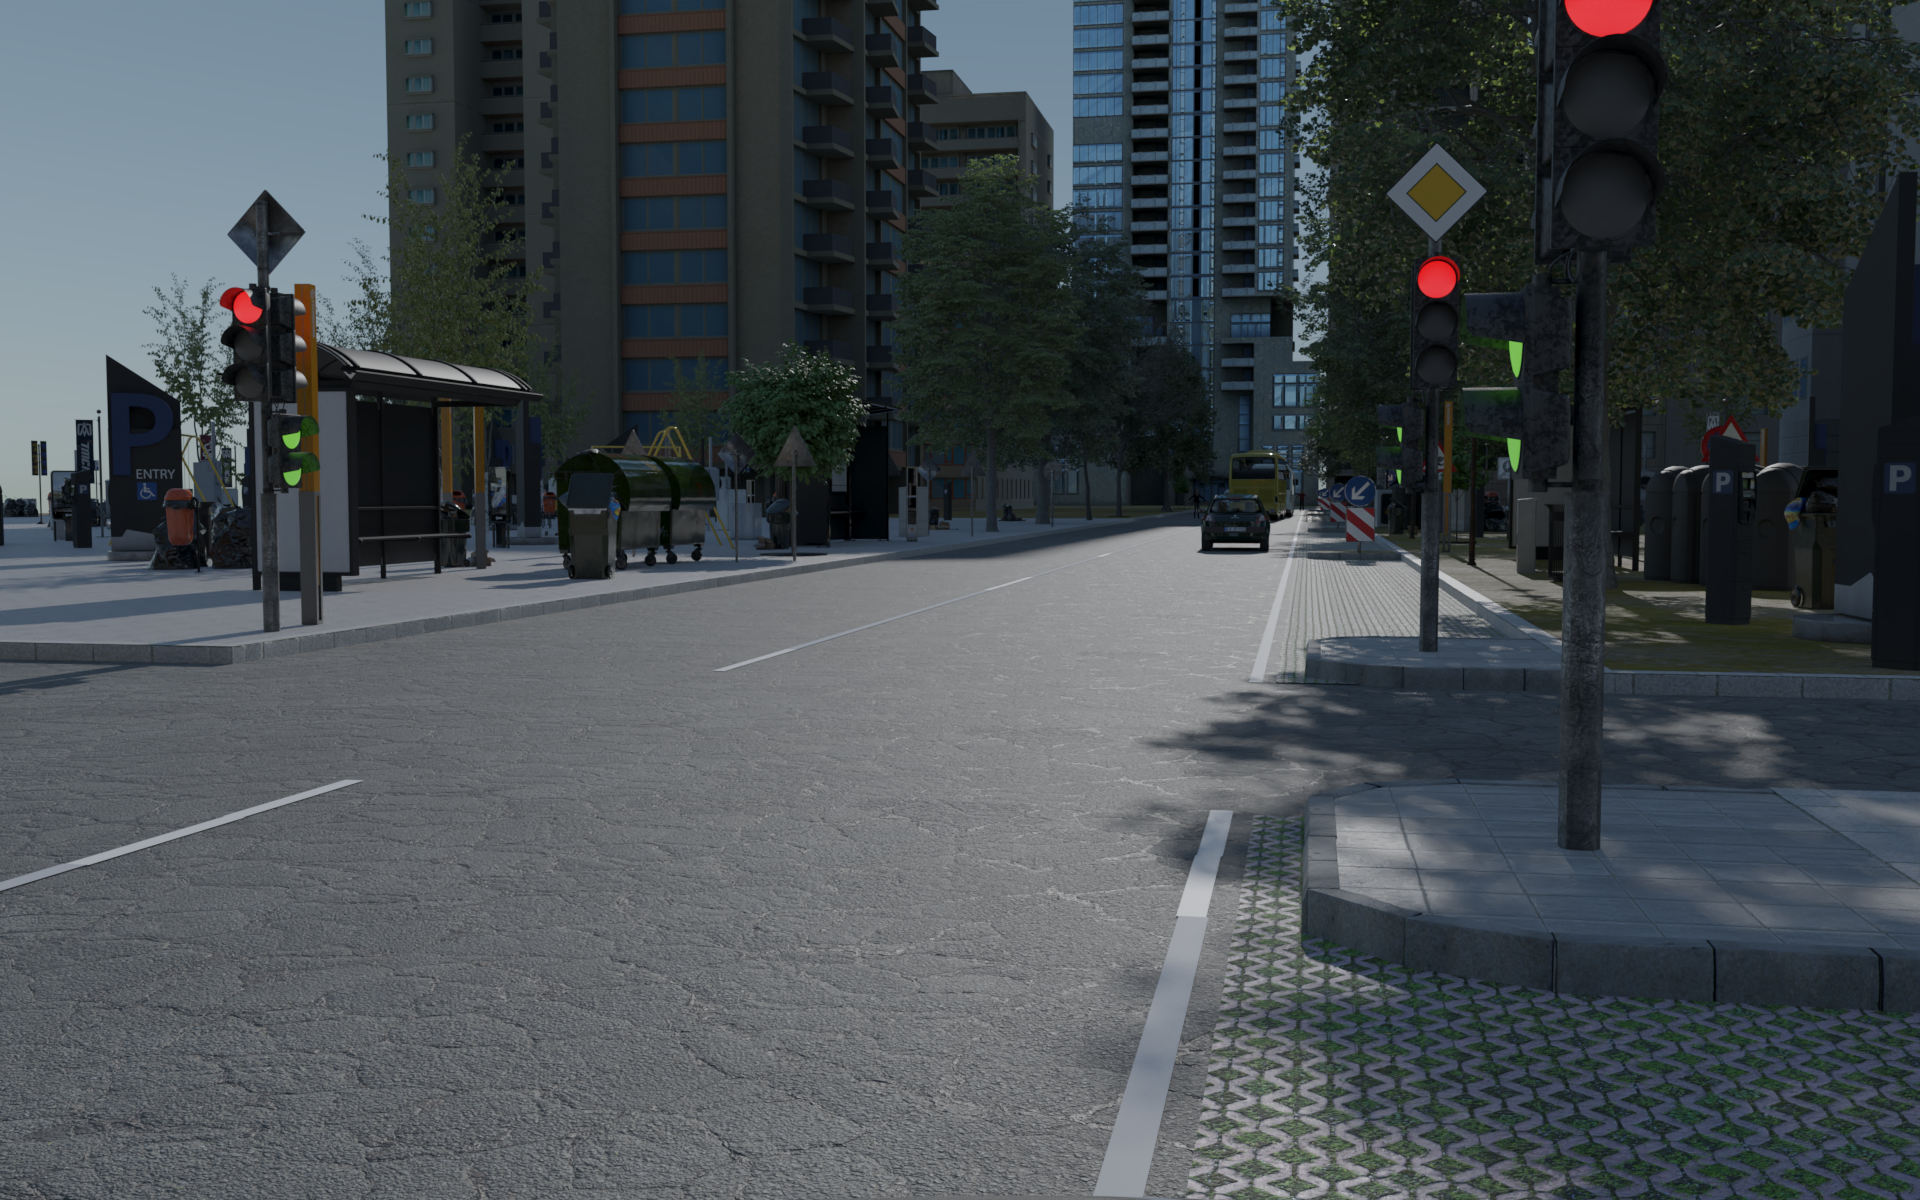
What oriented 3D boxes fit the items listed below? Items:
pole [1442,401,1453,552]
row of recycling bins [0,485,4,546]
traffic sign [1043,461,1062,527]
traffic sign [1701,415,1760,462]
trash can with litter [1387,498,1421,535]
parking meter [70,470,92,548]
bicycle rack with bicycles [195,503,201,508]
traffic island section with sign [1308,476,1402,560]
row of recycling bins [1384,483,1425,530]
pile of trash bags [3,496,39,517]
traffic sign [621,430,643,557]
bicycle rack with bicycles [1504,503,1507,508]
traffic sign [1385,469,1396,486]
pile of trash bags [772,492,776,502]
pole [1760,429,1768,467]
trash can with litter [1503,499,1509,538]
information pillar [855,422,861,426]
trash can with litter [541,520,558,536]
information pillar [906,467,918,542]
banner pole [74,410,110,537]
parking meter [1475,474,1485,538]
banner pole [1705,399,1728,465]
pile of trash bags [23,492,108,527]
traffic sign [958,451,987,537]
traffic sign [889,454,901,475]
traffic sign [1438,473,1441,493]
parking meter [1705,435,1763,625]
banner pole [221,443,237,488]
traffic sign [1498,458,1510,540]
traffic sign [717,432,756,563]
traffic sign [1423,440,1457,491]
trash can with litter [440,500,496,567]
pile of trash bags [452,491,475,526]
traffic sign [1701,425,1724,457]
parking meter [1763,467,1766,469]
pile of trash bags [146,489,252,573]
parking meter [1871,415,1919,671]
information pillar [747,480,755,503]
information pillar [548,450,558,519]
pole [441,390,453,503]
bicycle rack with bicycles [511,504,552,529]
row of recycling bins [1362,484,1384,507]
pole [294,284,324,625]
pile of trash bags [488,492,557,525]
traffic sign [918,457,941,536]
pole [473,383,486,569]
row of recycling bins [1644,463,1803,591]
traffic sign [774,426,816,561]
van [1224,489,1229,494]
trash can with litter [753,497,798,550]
[{"bbox_3d":[10.733,-2.708,38.112,0.158,3.312,0.155,0,3,0],"label":"pole"},{"bbox_3d":[-24.795,-2.247,43.849,1.069,1.692,3.534,-2,4,-29],"label":"row of recycling bins"},{"bbox_3d":[3.588,-4.102,67.166,0.768,2.556,0.104,1,4,20],"label":"traffic sign"},{"bbox_3d":[12.720,-1.752,28.644,0.884,2.594,0.081,1,4,20],"label":"traffic sign"},{"bbox_3d":[14.087,-2.661,54.898,1.055,1.170,0.624,1,4,21],"label":"trash can with litter"},{"bbox_3d":[-20.880,-2.167,41.134,0.255,1.863,0.399,3,5,40],"label":"parking meter"},{"bbox_3d":[-30.324,-3.339,67.974,2.925,0.926,2.852,2,4,30],"label":"bicycle rack with bicycles"},{"bbox_3d":[8.703,-1.811,38.239,1.989,1.847,2.006,1,4,11],"label":"traffic island section with sign"},{"bbox_3d":[16.781,-3.451,63.545,1.069,1.692,3.534,2,4,33],"label":"row of recycling bins"},{"bbox_3d":[-52.989,-5.259,95.739,1.912,1.369,3.447,3,5,43],"label":"pile of trash bags"},{"bbox_3d":[-6.653,-2.156,35.253,0.884,2.594,0.081,1,4,21],"label":"traffic sign"},{"bbox_3d":[26.545,-4.256,82.970,2.925,0.926,2.852,2,4,26],"label":"bicycle rack with bicycles"},{"bbox_3d":[21.430,-5.297,86.710,0.768,2.556,0.104,1,4,18],"label":"traffic sign"},{"bbox_3d":[-5.250,-3.312,63.910,3.447,1.369,1.912,1,4,9],"label":"pile of trash bags"},{"bbox_3d":[25.038,-3.680,54.008,0.158,3.312,0.155,0,3,0],"label":"pole"},{"bbox_3d":[15.204,-2.151,46.558,1.055,1.170,0.624,0,4,-4],"label":"trash can with litter"},{"bbox_3d":[-3.009,-3.547,49.353,0.504,3.616,0.183,-1,4,-14],"label":"information pillar"},{"bbox_3d":[-12.126,-2.600,53.570,2.233,1.210,1.678,-1,4,-14],"label":"trash can with litter"},{"bbox_3d":[-1.295,-2.583,46.719,0.304,2.012,0.304,0,4,-3],"label":"information pillar"},{"bbox_3d":[-25.694,-3.746,51.266,0.863,3.779,0.401,-2,4,-25],"label":"banner pole"},{"bbox_3d":[15.261,-2.776,51.092,0.255,1.863,0.399,-1,4,-15],"label":"parking meter"},{"bbox_3d":[20.123,-3.428,46.066,0.401,3.779,0.863,-1,4,-23],"label":"banner pole"},{"bbox_3d":[-34.400,-3.501,66.989,1.912,1.369,3.447,0,4,-7],"label":"pile of trash bags"},{"bbox_3d":[0.369,-3.191,52.180,0.884,2.594,0.081,1,4,17],"label":"traffic sign"},{"bbox_3d":[-2.097,-2.990,48.886,0.884,2.594,0.081,1,4,14],"label":"traffic sign"},{"bbox_3d":[13.719,-2.912,49.741,0.606,2.300,0.079,1,4,19],"label":"traffic sign"},{"bbox_3d":[7.595,-0.694,17.056,0.255,1.863,0.399,-2,4,-29],"label":"parking meter"},{"bbox_3d":[-34.664,-5.646,82.330,0.863,3.779,0.401,-1,4,-11],"label":"banner pole"},{"bbox_3d":[15.407,-2.845,48.646,0.606,2.300,0.079,1,4,13],"label":"traffic sign"},{"bbox_3d":[-4.180,-1.908,32.377,0.795,2.450,0.064,1,4,18],"label":"traffic sign"},{"bbox_3d":[11.419,-2.535,41.456,0.884,2.594,0.081,1,4,19],"label":"traffic sign"},{"bbox_3d":[-8.796,-1.177,30.632,0.624,1.170,1.055,3,5,39],"label":"trash can with litter"},{"bbox_3d":[-14.096,-2.053,43.324,3.447,1.369,1.912,-2,4,-24],"label":"pile of trash bags"},{"bbox_3d":[14.099,-1.954,32.056,0.768,2.556,0.104,1,4,21],"label":"traffic sign"},{"bbox_3d":[15.733,-1.729,33.982,0.255,1.863,0.399,-3,5,-44],"label":"parking meter"},{"bbox_3d":[-12.977,-1.218,29.667,1.912,1.369,3.447,-1,4,-11],"label":"pile of trash bags"},{"bbox_3d":[6.931,-0.428,12.707,0.255,1.863,0.399,-2,4,-34],"label":"parking meter"},{"bbox_3d":[-10.912,-5.254,90.397,0.304,2.012,0.304,3,4,36],"label":"information pillar"},{"bbox_3d":[-20.668,-5.910,87.983,0.504,3.616,0.183,0,4,2],"label":"information pillar"},{"bbox_3d":[-9.680,-2.376,32.694,0.158,3.312,0.155,0,3,0],"label":"pole"},{"bbox_3d":[-16.364,-3.139,64.700,2.852,0.926,2.925,-1,4,-10],"label":"bicycle rack with bicycles"},{"bbox_3d":[18.687,-3.971,72.036,3.534,1.692,1.069,2,4,30],"label":"row of recycling bins"},{"bbox_3d":[-6.364,-1.412,16.925,0.158,3.312,0.155,0,3,0],"label":"pole"},{"bbox_3d":[-18.147,-3.719,70.564,3.447,1.369,1.912,-2,4,-26],"label":"pile of trash bags"},{"bbox_3d":[-0.969,-3.192,53.377,0.795,2.450,0.064,1,4,13],"label":"traffic sign"},{"bbox_3d":[-8.214,-2.187,29.604,0.158,3.312,0.155,0,3,0],"label":"pole"},{"bbox_3d":[10.809,-1.064,24.506,1.069,1.692,3.534,0,4,-6],"label":"row of recycling bins"},{"bbox_3d":[-3.171,-2.027,33.144,0.884,2.594,0.081,1,4,20],"label":"traffic sign"},{"bbox_3d":[23.657,-8.774,150.463,2.013,2.044,4.112,1,4,10],"label":"van"},{"bbox_3d":[-4.271,-1.752,40.031,0.624,1.170,1.055,2,4,30],"label":"trash can with litter"}]
